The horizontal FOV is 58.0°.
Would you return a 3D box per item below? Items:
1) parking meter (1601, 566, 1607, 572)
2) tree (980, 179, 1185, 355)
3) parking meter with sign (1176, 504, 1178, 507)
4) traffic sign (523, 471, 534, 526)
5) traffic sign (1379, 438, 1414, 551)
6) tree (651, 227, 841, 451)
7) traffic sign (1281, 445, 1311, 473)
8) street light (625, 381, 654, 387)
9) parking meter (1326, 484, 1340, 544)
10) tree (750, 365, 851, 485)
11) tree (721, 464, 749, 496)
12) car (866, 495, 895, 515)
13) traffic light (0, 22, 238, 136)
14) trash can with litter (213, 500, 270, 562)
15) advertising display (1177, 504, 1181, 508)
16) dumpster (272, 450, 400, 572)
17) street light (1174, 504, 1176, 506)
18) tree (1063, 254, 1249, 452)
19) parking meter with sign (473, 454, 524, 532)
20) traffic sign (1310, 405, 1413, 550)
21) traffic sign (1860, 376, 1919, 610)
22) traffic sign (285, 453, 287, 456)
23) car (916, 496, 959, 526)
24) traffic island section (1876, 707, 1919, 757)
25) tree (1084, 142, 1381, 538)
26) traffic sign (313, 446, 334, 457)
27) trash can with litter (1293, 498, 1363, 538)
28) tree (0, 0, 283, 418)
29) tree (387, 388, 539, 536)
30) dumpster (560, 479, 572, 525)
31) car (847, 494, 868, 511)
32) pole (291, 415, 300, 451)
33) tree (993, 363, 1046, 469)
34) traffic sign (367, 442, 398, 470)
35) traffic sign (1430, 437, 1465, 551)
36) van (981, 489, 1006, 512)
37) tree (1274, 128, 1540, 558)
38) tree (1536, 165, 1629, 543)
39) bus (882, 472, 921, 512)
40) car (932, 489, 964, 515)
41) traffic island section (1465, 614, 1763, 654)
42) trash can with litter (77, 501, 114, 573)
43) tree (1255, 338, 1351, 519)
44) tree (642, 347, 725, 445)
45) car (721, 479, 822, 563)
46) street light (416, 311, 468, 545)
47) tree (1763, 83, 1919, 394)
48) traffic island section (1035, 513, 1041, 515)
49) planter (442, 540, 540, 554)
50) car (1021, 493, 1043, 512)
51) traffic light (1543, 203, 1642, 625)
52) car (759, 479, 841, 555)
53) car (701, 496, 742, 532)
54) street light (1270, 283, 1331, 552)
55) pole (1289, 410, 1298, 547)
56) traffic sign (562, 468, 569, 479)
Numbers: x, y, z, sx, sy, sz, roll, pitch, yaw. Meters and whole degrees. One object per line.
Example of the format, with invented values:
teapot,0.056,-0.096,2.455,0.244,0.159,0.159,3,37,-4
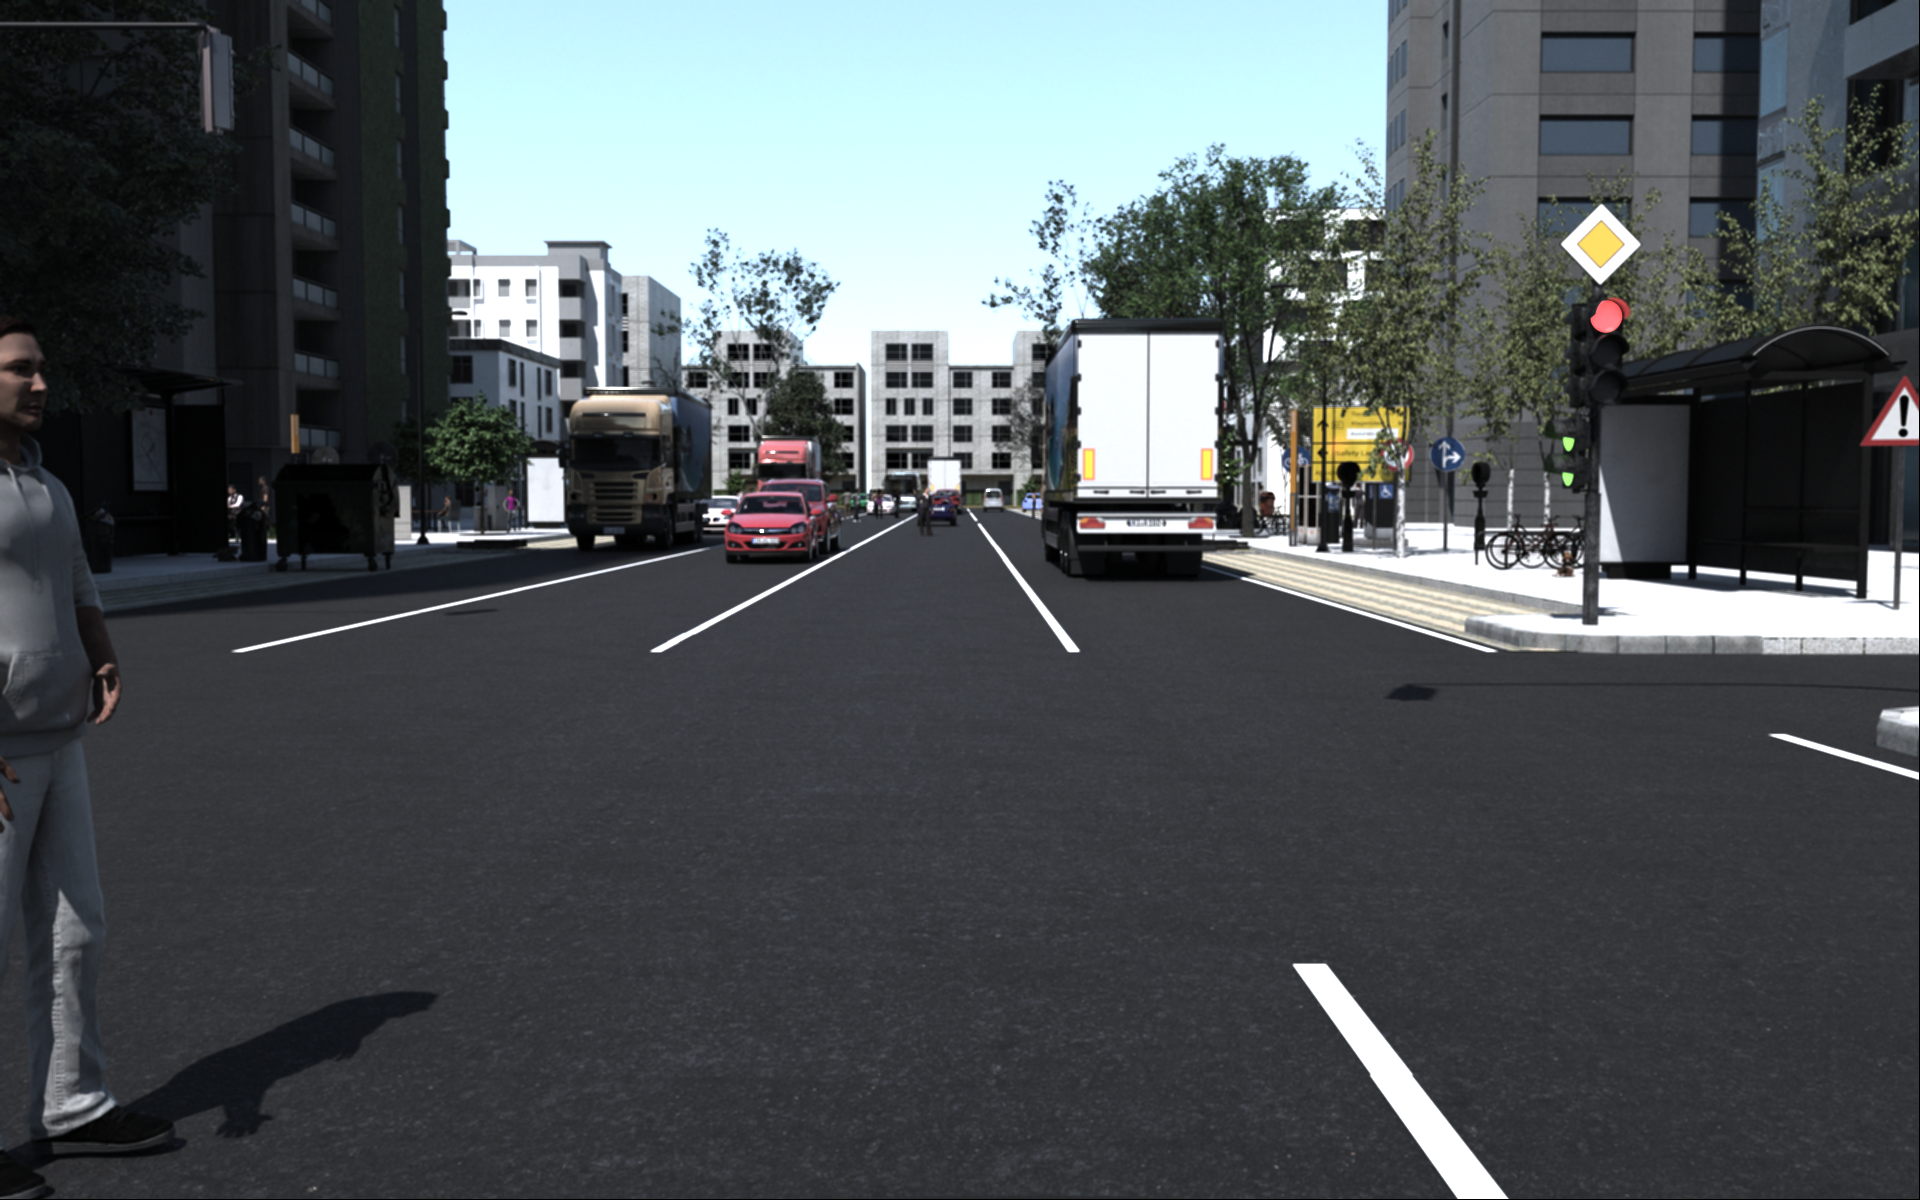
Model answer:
parking meter,10.791,-1.232,28.562,0.372,1.533,0.369,0,3,0
tree,8.099,-15.234,104.964,12.611,20.169,13.585,0,3,0
parking meter with sign,8.260,-4.386,67.966,0.543,3.016,1.738,0,4,-3
traffic sign,-17.355,-4.294,70.315,0.768,2.556,0.104,0,4,7
traffic sign,9.876,-2.395,39.271,0.768,2.556,0.104,1,4,9
tree,-15.232,-16.399,124.008,12.611,20.169,13.585,0,3,0
traffic sign,8.776,-2.761,45.256,0.768,2.556,0.104,1,4,9
street light,-13.214,-6.027,71.085,1.470,5.913,1.316,0,3,0
parking meter,9.639,-2.226,44.810,0.372,1.533,0.369,0,3,0
tree,-14.151,-14.494,153.986,9.611,12.733,9.660,0,3,0
tree,-14.386,-7.187,112.102,1.663,3.219,1.824,0,3,0
car,-5.419,-6.605,120.348,2.083,1.381,4.827,0,4,2
traffic light,-9.504,-2.581,16.871,4.771,5.953,1.251,0,3,0
trash can with litter,-13.674,-1.316,32.910,1.055,1.170,0.624,0,4,5
advertising display,11.689,-5.278,91.503,0.974,1.923,0.123,3,5,39
dumpster,-11.587,-1.664,32.162,1.985,2.255,1.502,0,4,1
street light,7.499,-5.650,64.922,1.470,5.913,1.316,0,3,0
tree,8.886,-9.996,80.437,9.611,12.733,9.660,0,3,0
parking meter with sign,-15.924,-3.881,59.720,0.543,3.016,1.738,3,5,43
traffic sign,9.170,-2.799,39.638,2.265,3.308,0.079,1,4,9
traffic sign,10.381,-1.170,19.126,0.884,2.594,0.081,1,4,8
traffic sign,-16.584,-2.519,43.309,0.606,2.300,0.079,1,4,9
car,-1.034,-4.048,78.772,1.945,1.354,3.894,0,4,1
traffic island section,6.223,0.811,9.013,2.009,0.180,2.903,0,3,0
tree,8.464,-7.627,50.464,9.928,11.665,9.643,0,3,0
traffic sign,-16.874,-2.810,46.052,0.768,2.556,0.104,0,4,5
trash can with litter,10.806,-2.452,51.148,1.678,1.210,2.233,-3,5,-43
tree,-14.812,-7.177,23.996,9.857,13.997,8.962,0,3,0
tree,-14.867,-4.296,53.961,4.285,4.588,4.351,0,3,0
dumpster,-17.022,-4.293,72.685,1.502,2.255,1.985,0,3,0
car,-8.458,-8.271,144.024,1.959,1.807,4.718,0,4,0
pole,-17.057,-3.099,44.512,0.158,3.312,0.155,0,3,0
tree,8.360,-15.398,162.133,12.009,13.543,11.850,0,3,0
traffic sign,-14.067,-2.574,42.191,0.768,2.556,0.104,0,4,0
traffic sign,10.912,-2.371,38.867,0.768,2.556,0.104,0,4,7
van,2.719,-8.155,140.346,2.013,2.044,4.112,0,4,2
tree,8.590,-5.145,34.476,4.737,8.622,4.395,0,3,0
tree,14.957,-5.415,38.905,4.737,8.622,4.395,0,3,0
bus,-4.631,-8.951,141.215,2.948,3.499,13.247,0,4,0
car,-0.859,-6.923,121.861,2.281,1.827,5.304,0,4,2
traffic island section,6.206,0.323,16.998,2.009,0.180,2.903,0,3,0
trash can with litter,-14.216,-1.012,27.937,1.055,1.170,0.624,-2,4,-25
tree,16.366,-7.980,80.838,4.360,8.622,3.978,0,3,0
tree,-14.276,-8.408,87.833,4.360,8.622,3.978,0,3,0
car,-4.024,-1.733,37.371,2.155,1.783,4.494,0,4,-2
street light,-13.151,-4.369,43.975,1.470,5.913,1.316,0,3,0
tree,15.512,-4.965,31.548,4.737,8.622,4.395,0,3,0
traffic island section,5.994,-5.908,119.459,1.991,0.108,1.994,0,3,0
planter,-11.354,-1.291,42.240,1.991,0.319,1.994,0,3,0
car,5.777,-7.761,136.483,1.945,1.707,3.694,0,4,0
traffic light,6.166,-1.710,16.884,0.839,4.253,0.868,0,3,0
car,-4.090,-2.079,42.661,2.281,1.827,5.304,0,4,1
car,-8.709,-3.123,63.422,2.083,1.381,4.827,0,4,1
street light,7.508,-4.019,38.250,1.470,5.913,1.316,0,3,0
pole,8.138,-2.959,42.226,0.158,3.312,0.155,0,3,0
traffic sign,-13.968,-3.832,62.654,0.884,2.594,0.081,0,4,6
